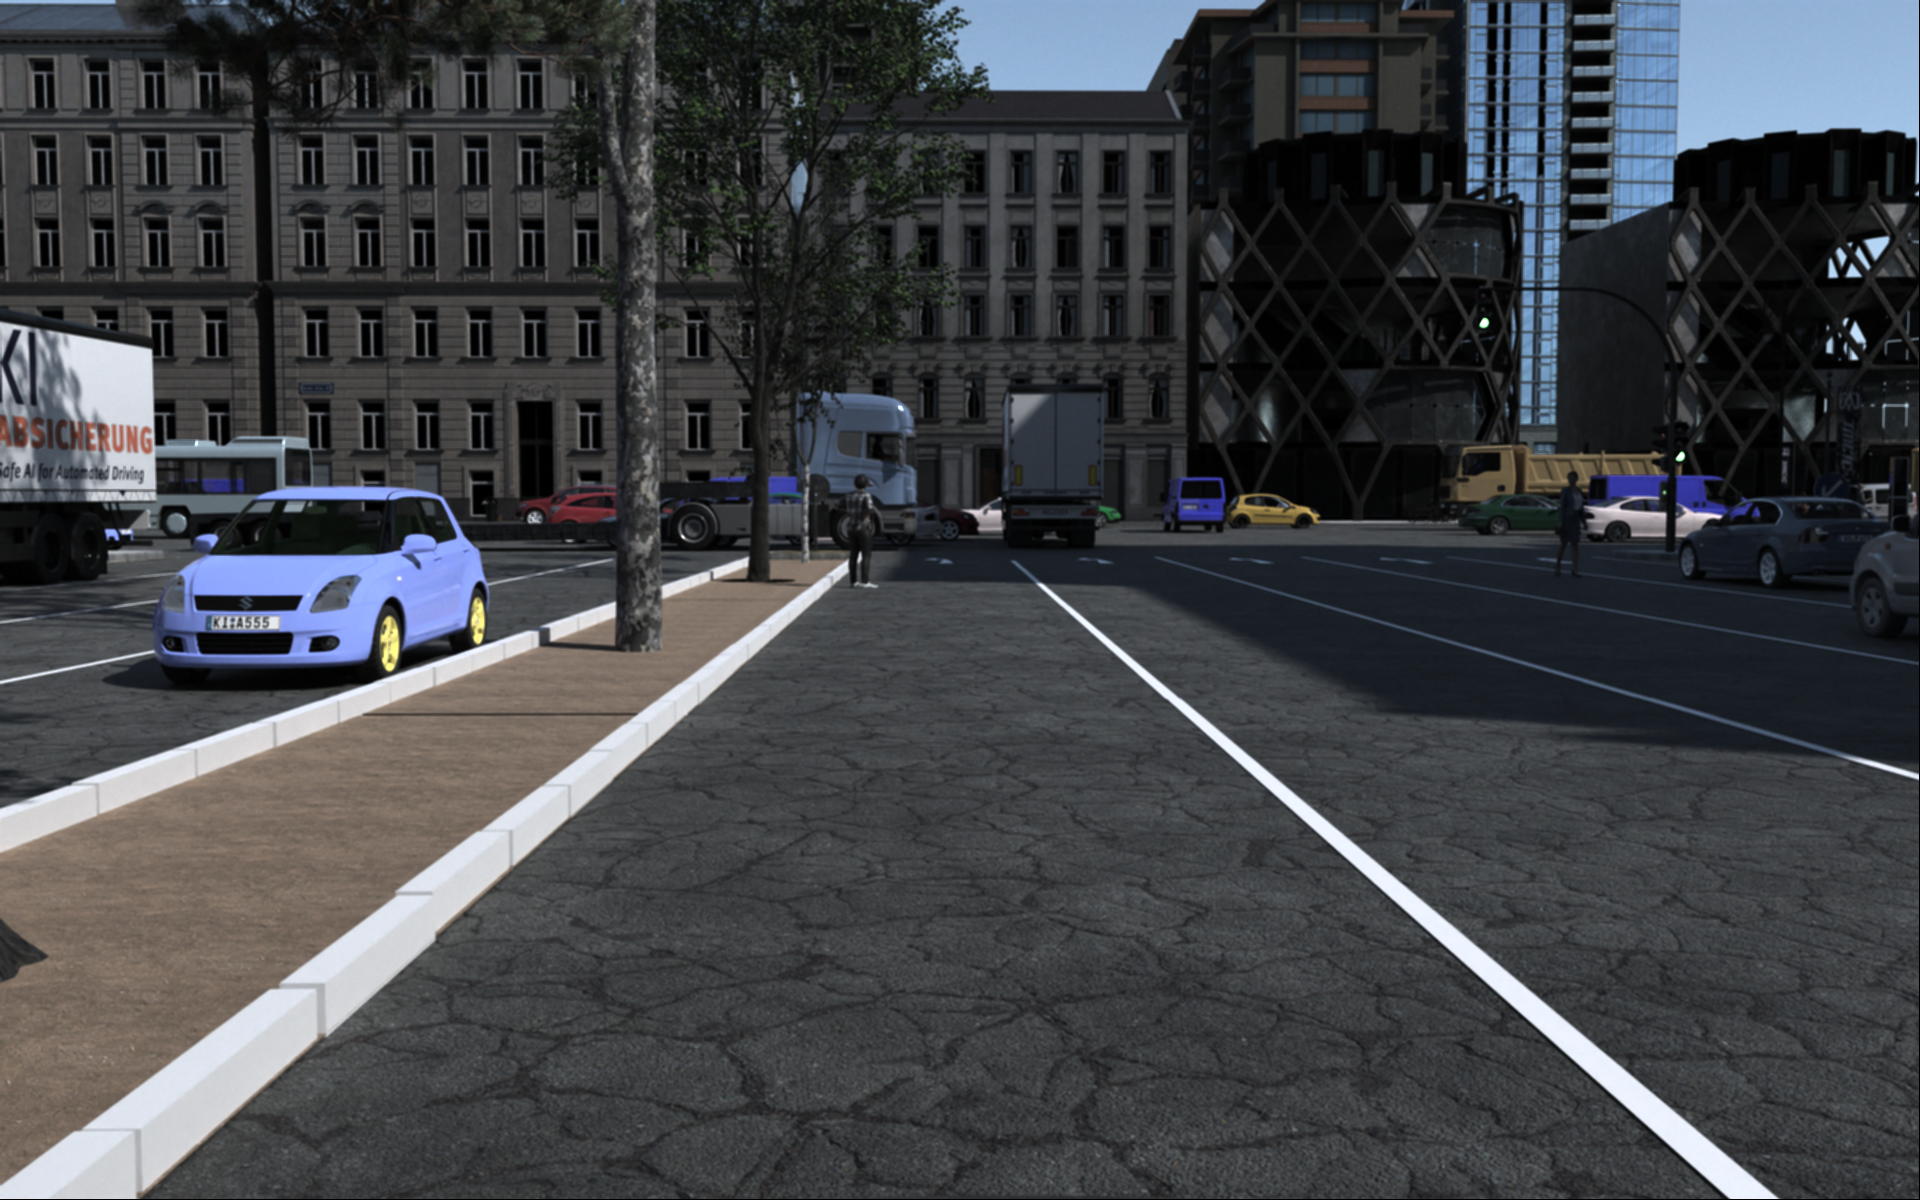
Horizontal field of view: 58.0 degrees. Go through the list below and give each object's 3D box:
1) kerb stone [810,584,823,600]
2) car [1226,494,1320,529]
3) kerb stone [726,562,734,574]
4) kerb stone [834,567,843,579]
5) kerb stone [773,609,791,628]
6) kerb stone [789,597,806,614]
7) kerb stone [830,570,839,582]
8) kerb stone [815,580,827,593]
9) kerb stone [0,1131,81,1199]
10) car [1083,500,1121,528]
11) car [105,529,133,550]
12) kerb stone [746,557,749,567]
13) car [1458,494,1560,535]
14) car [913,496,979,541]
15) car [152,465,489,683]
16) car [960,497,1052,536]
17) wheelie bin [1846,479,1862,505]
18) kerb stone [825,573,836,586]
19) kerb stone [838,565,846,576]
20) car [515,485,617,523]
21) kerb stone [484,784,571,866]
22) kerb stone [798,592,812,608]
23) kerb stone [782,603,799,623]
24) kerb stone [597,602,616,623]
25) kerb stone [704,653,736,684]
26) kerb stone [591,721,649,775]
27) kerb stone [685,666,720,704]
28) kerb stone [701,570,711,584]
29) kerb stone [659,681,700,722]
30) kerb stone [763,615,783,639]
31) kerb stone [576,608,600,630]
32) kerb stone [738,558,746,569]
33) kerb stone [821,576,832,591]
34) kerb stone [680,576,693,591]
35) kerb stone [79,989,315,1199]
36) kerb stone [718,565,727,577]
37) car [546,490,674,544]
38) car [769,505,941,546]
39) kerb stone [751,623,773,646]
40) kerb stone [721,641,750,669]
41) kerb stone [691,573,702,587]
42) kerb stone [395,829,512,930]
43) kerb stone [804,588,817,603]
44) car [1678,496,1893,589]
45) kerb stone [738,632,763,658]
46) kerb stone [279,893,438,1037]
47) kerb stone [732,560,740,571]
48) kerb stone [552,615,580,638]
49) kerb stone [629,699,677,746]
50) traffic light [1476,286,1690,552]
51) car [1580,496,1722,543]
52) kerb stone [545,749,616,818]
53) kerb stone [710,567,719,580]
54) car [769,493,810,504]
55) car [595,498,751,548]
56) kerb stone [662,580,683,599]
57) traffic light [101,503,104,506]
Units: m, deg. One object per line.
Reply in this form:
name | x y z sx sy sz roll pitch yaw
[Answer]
kerb stone | -1.996 -0.087 23.625 0.120 0.150 1.000 0 4 -1
car | 13.025 -3.800 72.360 3.980 1.641 2.015 0 4 -1
kerb stone | -4.202 -0.530 30.875 0.120 0.150 1.000 0 4 -1
kerb stone | -2.068 -0.402 28.767 0.120 0.150 1.000 0 4 -1
kerb stone | -1.931 0.228 18.474 0.120 0.150 1.000 0 4 -1
kerb stone | -1.957 0.102 20.532 0.120 0.150 1.000 0 4 -1
kerb stone | -2.065 -0.339 27.738 0.120 0.150 1.000 0 4 -1
kerb stone | -2.019 -0.144 24.655 0.120 0.150 1.000 0 4 -1
kerb stone | -1.716 1.174 2.994 0.120 0.150 1.000 0 4 -1
car | 4.529 -4.003 74.238 4.718 1.807 1.959 0 3 0
car | -22.338 -2.017 42.563 3.694 1.707 1.945 0 4 -1
kerb stone | -4.241 -0.718 33.987 0.120 0.150 1.000 0 4 -1
car | 20.016 -2.994 60.756 4.920 1.459 2.131 0 4 1
car | -1.643 -2.738 53.804 4.494 1.783 2.155 0 4 -1
car | -5.152 -0.285 14.253 1.945 1.707 3.694 0 4 0
car | 1.591 -2.951 60.603 4.827 1.381 2.083 0 3 0
wheelie bin | 18.485 -1.739 36.340 0.693 1.594 0.980 1 4 11
kerb stone | -2.040 -0.276 26.710 0.120 0.150 1.000 0 4 -1
kerb stone | -2.086 -0.465 29.804 0.120 0.150 1.000 0 4 -1
car | -16.295 -3.991 73.930 5.304 1.827 2.281 0 4 -2
kerb stone | -1.776 0.924 7.121 0.120 0.150 1.000 0 4 -1
kerb stone | -1.972 0.039 21.565 0.120 0.150 1.000 0 4 -1
kerb stone | -1.941 0.167 19.503 0.120 0.150 1.000 0 4 -1
kerb stone | -4.046 0.162 19.544 0.120 0.150 1.000 0 4 -1
kerb stone | -1.857 0.544 13.302 0.120 0.150 1.000 0 4 -1
kerb stone | -1.808 0.796 9.186 0.120 0.150 1.000 0 4 -1
kerb stone | -1.840 0.607 12.271 0.120 0.150 1.000 0 4 -1
kerb stone | -4.155 -0.340 27.791 0.120 0.150 1.000 0 4 -1
kerb stone | -1.831 0.670 11.243 0.120 0.150 1.000 0 4 -1
kerb stone | -1.913 0.291 17.442 0.120 0.150 1.000 0 4 -1
kerb stone | -4.032 0.225 18.516 0.120 0.150 1.000 0 4 -1
kerb stone | -4.241 -0.658 32.957 0.120 0.150 1.000 0 4 -1
kerb stone | -2.028 -0.213 25.682 0.120 0.150 1.000 0 4 -1
kerb stone | -4.136 -0.216 25.721 0.120 0.150 1.000 0 4 -1
kerb stone | -1.733 1.120 4.026 0.120 0.150 1.000 0 4 -1
kerb stone | -4.188 -0.468 29.847 0.120 0.150 1.000 0 4 -1
car | -9.766 -2.533 50.449 4.494 1.783 2.155 0 4 -2
car | -2.943 -2.205 48.421 4.827 1.381 2.083 0 4 1
kerb stone | -1.901 0.357 16.405 0.120 0.150 1.000 0 4 -1
kerb stone | -1.878 0.480 14.345 0.120 0.150 1.000 0 4 -1
kerb stone | -4.147 -0.276 26.760 0.120 0.150 1.000 0 4 -1
kerb stone | -1.769 0.985 6.093 0.120 0.150 1.000 0 4 -1
kerb stone | -1.988 -0.025 22.596 0.120 0.150 1.000 0 4 -1
car | 13.067 -0.947 27.494 2.014 1.417 4.499 0 4 -1
kerb stone | -1.884 0.418 15.375 0.120 0.150 1.000 0 4 -1
kerb stone | -1.738 1.053 5.062 0.120 0.150 1.000 0 4 -1
kerb stone | -4.218 -0.593 31.914 0.120 0.150 1.000 0 4 -1
kerb stone | -4.019 0.289 17.476 0.120 0.150 1.000 0 4 -1
kerb stone | -1.818 0.733 10.214 0.120 0.150 1.000 0 4 -1
traffic light | 13.605 -3.878 38.073 4.771 5.953 1.251 0 4 -1
car | 20.606 -2.401 51.612 4.827 1.381 2.083 0 4 0
kerb stone | -1.786 0.860 8.149 0.120 0.150 1.000 0 4 -1
kerb stone | -4.168 -0.405 28.819 0.120 0.150 1.000 0 4 -1
car | -5.675 -3.079 59.140 4.718 1.807 1.959 0 4 0
car | -7.678 -2.147 47.099 4.499 1.417 2.014 0 4 -2
kerb stone | -4.116 -0.153 24.690 0.120 0.150 1.000 0 4 -1
traffic light | -18.762 -2.987 37.757 0.839 4.253 0.868 0 4 -1
